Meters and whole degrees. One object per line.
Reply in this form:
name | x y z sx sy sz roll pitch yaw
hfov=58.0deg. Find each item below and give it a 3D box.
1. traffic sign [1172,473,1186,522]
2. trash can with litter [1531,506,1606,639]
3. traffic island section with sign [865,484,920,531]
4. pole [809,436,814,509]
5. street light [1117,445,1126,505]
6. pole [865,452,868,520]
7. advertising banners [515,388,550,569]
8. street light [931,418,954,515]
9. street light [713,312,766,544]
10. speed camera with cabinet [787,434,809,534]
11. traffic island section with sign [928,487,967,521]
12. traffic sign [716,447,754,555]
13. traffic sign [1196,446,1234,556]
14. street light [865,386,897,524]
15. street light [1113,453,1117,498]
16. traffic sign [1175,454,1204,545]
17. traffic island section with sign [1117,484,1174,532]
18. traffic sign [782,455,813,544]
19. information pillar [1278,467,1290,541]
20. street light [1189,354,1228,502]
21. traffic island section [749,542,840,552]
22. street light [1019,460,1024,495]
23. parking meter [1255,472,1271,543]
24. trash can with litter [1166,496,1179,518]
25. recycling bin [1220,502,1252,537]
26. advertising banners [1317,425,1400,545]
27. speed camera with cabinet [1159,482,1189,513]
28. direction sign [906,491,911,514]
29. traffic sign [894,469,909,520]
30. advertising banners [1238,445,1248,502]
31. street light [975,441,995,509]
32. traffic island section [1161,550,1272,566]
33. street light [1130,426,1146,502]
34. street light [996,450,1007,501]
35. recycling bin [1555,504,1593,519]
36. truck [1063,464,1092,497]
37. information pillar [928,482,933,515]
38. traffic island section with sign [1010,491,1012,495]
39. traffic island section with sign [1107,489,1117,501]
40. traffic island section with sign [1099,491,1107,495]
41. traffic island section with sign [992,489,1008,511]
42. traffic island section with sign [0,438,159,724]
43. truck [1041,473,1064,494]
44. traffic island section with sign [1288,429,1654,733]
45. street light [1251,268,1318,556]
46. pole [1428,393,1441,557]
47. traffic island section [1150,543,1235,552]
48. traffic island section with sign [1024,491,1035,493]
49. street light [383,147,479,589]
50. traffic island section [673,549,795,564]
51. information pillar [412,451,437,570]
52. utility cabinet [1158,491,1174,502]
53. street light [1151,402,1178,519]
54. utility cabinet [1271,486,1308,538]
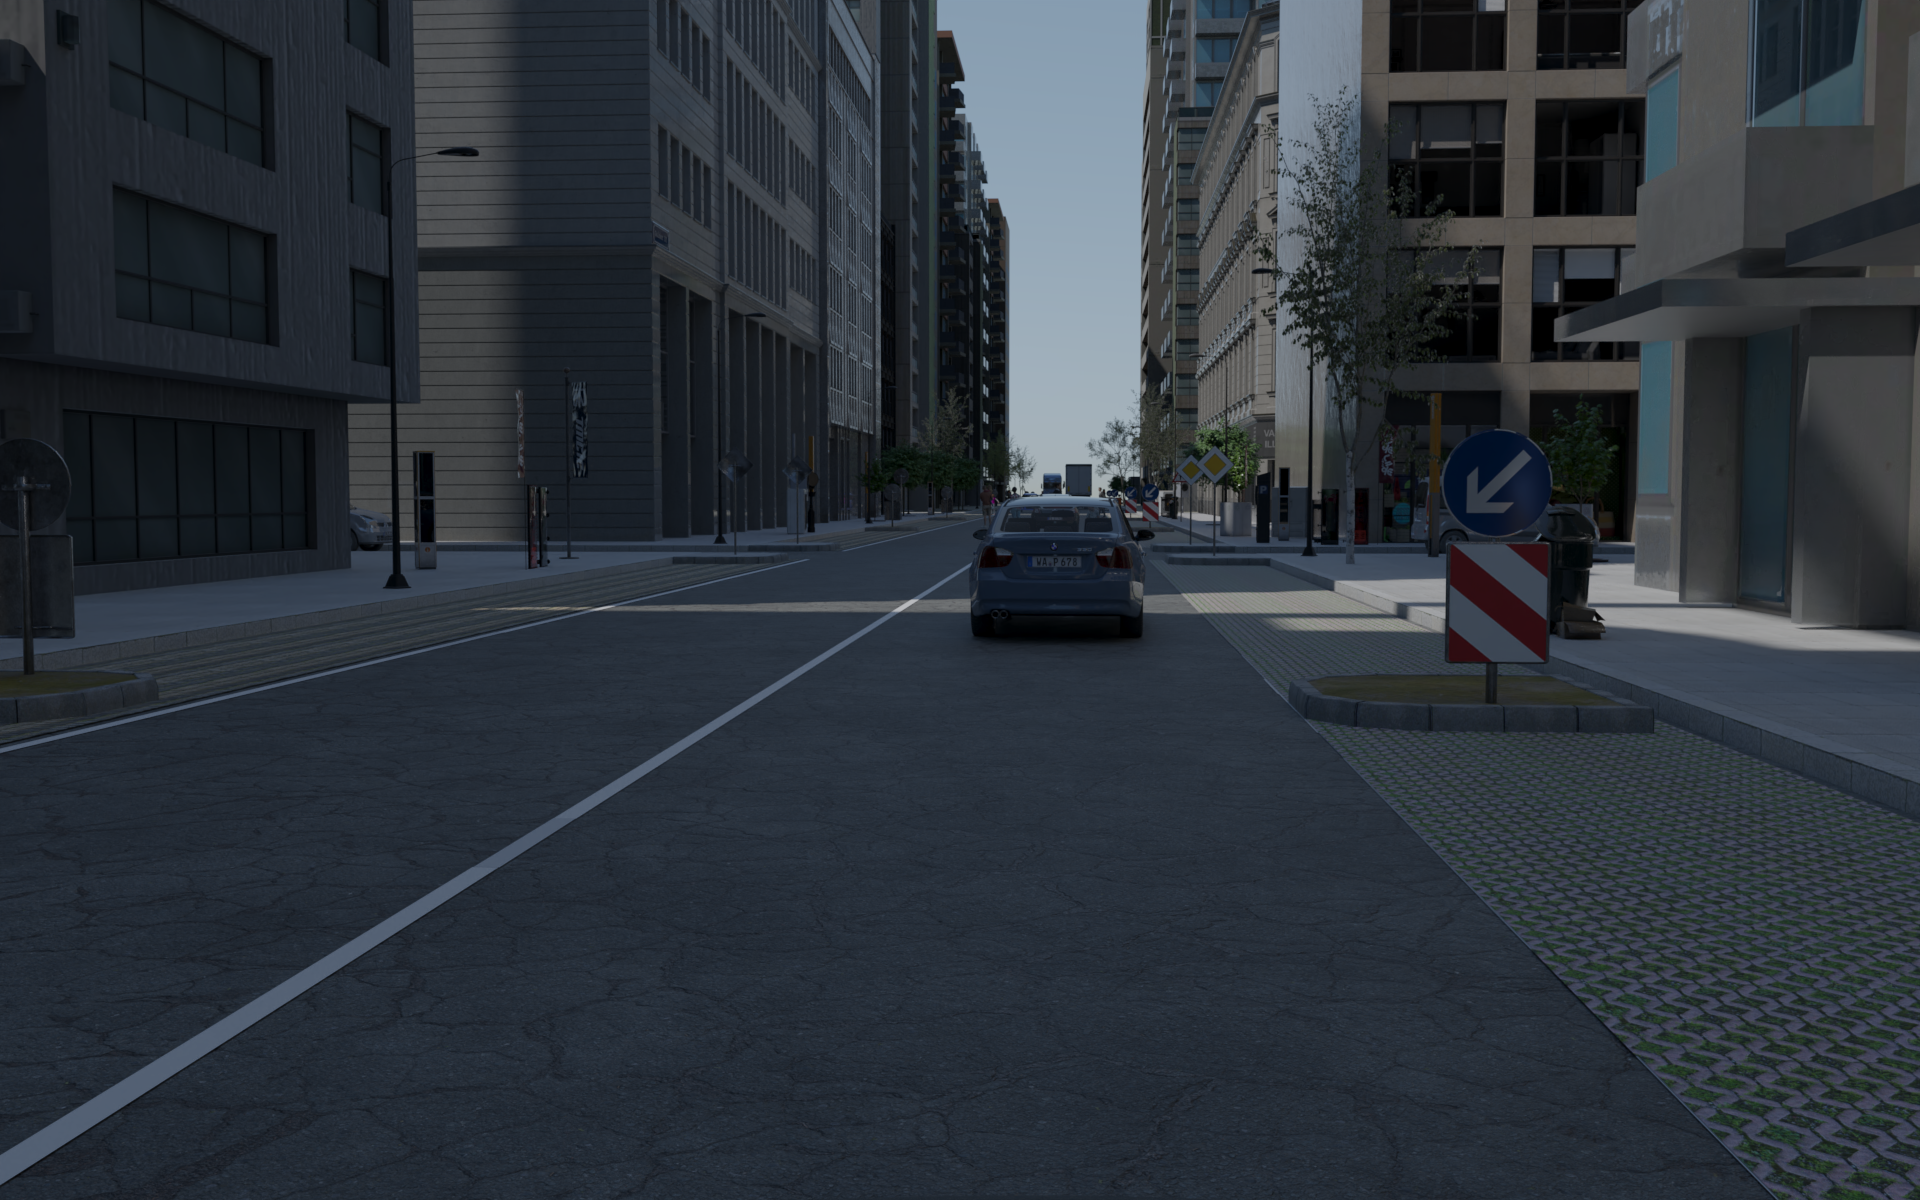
traffic sign | 10.158 -4.862 79.498 0.884 2.594 0.081 1 4 10
trash can with litter | 5.576 -0.262 15.669 0.624 1.170 1.055 0 4 -1
traffic island section with sign | -2.596 -3.575 67.075 1.989 1.847 2.006 0 4 4
pole | -5.230 -4.108 61.009 0.158 3.312 0.155 0 3 0
street light | 15.970 -11.745 164.568 1.470 5.913 1.316 0 4 4
pole | -4.483 -5.489 83.590 0.158 3.312 0.155 0 3 0
advertising banners | -7.346 -2.052 29.730 0.090 3.025 2.074 0 4 0
street light | -1.169 -8.145 105.713 1.470 5.913 1.316 0 4 4
street light | -5.649 -4.399 44.473 1.470 5.913 1.316 0 4 4
speed camera with cabinet | -5.239 -3.773 56.029 0.660 3.252 2.038 0 4 -1
traffic island section with sign | -0.664 -5.230 94.135 1.989 1.847 2.006 0 4 4
traffic sign | -4.749 -2.015 36.585 0.795 2.450 0.064 0 4 4
traffic sign | 5.268 -1.970 35.851 0.795 2.450 0.064 0 4 4
street light | -3.400 -6.260 74.891 1.470 5.913 1.316 0 4 4
street light | 18.055 -13.606 194.998 1.470 5.913 1.316 0 4 4
traffic sign | 5.838 -2.457 43.816 0.795 2.450 0.064 0 4 4
traffic island section with sign | 7.108 -3.501 65.868 1.989 1.847 2.006 0 4 4
traffic sign | -4.179 -2.502 44.550 0.795 2.450 0.064 0 4 4
information pillar | 8.894 -2.632 47.522 0.304 2.012 0.304 1 4 11
street light | 8.287 -5.194 57.460 1.470 5.913 1.316 0 4 4
traffic island section | -4.203 -1.366 44.613 2.009 0.180 2.903 0 4 4
street light | 8.016 -16.075 235.366 1.470 5.913 1.316 0 4 4
parking meter | 7.929 -2.427 45.395 0.399 1.863 0.255 1 4 10
trash can with litter | 11.280 -4.965 92.567 0.624 1.170 1.055 -1 4 -17
recycling bin | 8.380 -2.450 52.605 0.722 1.027 0.722 -2 4 -24
advertising banners | 10.035 -2.900 43.601 2.074 3.025 0.090 0 4 -4
speed camera with cabinet | 14.346 -7.450 116.141 2.038 3.252 0.660 -2 4 -25
direction sign | -3.257 -7.186 109.495 0.876 3.537 0.379 -1 4 -12
traffic sign | -2.942 -5.277 86.392 0.768 2.556 0.104 1 4 9
advertising banners | 9.995 -3.973 61.144 0.090 3.025 2.074 1 4 17
street light | 2.047 -10.974 151.962 1.470 5.913 1.316 0 4 4
traffic island section | 5.292 -0.835 35.926 2.009 0.180 2.903 0 4 4
street light | 12.534 -8.916 118.315 1.470 5.913 1.316 0 4 4
street light | 4.202 -12.835 182.388 1.470 5.913 1.316 0 4 4
recycling bin | 15.504 -1.909 43.774 0.722 1.027 0.722 0 4 -2
truck | 11.330 -10.837 166.099 2.839 4.237 11.283 0 4 3
information pillar | -1.809 -6.142 104.910 0.304 2.012 0.304 0 4 -1
traffic island section with sign | 4.844 -9.935 171.063 1.989 1.847 2.006 0 4 4
traffic island section with sign | 9.081 -5.181 93.336 1.989 1.847 2.006 0 4 4
traffic island section with sign | 12.621 -8.209 142.844 1.989 1.847 2.006 0 4 4
traffic island section with sign | 2.865 -8.245 143.441 1.989 1.847 2.006 0 4 4
traffic island section with sign | -6.571 -0.179 11.555 1.989 1.847 2.006 0 4 4
truck | 12.103 -14.647 229.238 2.967 4.110 18.799 0 4 2
traffic island section with sign | 3.210 -0.164 11.307 1.989 1.847 2.006 0 4 4
street light | 6.686 -3.863 35.700 1.470 5.913 1.316 0 4 4
pole | 9.622 -2.524 35.110 0.158 3.312 0.155 0 3 0
traffic island section | 5.862 -1.322 43.891 2.009 0.180 2.903 0 4 4
traffic island section with sign | 10.695 -14.932 252.771 1.989 1.847 2.006 0 4 4
street light | -7.123 -3.108 23.351 1.470 5.913 1.316 0 4 4
traffic island section | -4.773 -0.879 36.649 2.009 0.180 2.903 0 4 4
information pillar | -9.119 -1.530 29.506 0.304 2.012 0.304 -2 4 -31
utility cabinet | 13.924 -6.652 117.440 1.173 1.500 0.318 2 4 28
street light | 10.371 -7.055 87.890 1.470 5.913 1.316 0 4 4
utility cabinet | 9.642 -2.556 50.471 1.173 1.500 0.318 3 5 45
